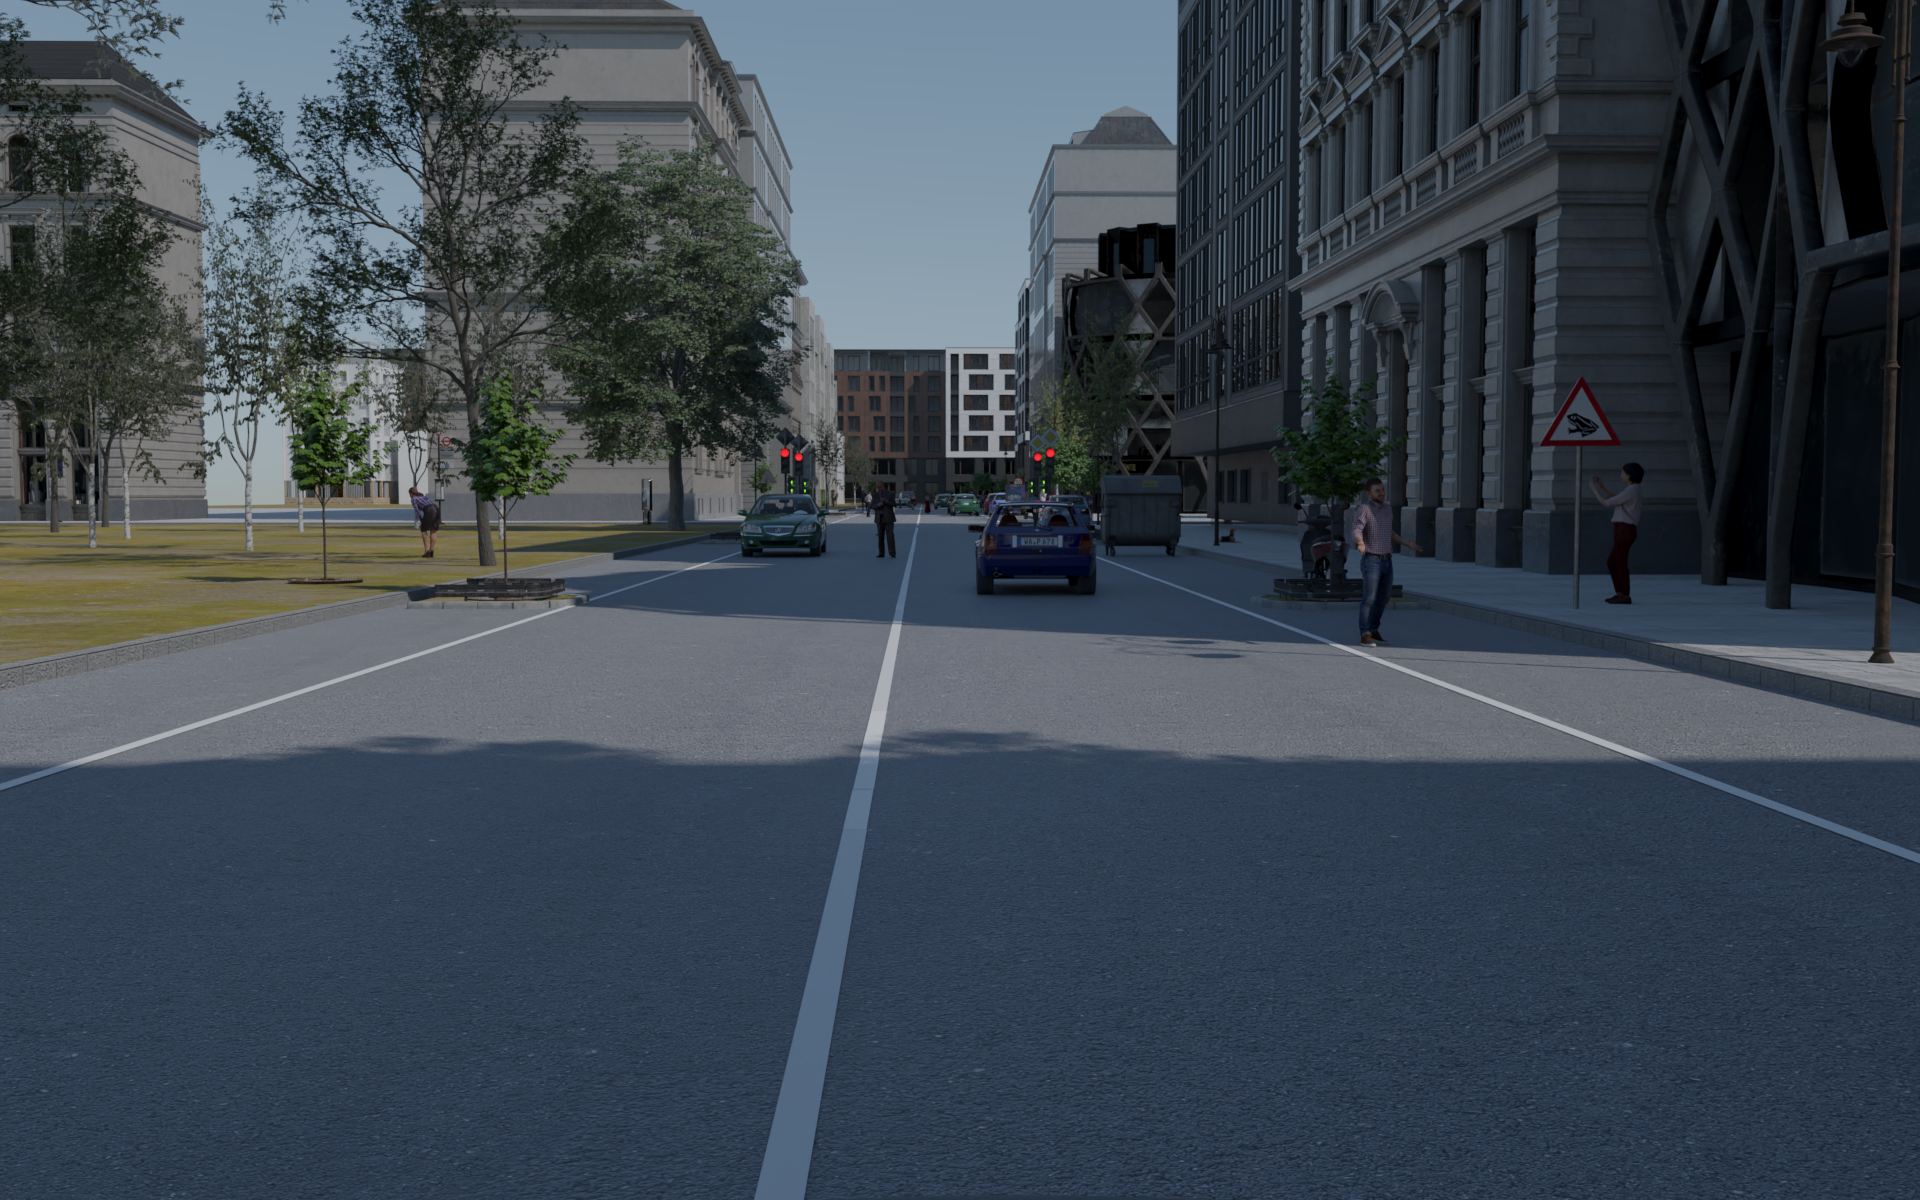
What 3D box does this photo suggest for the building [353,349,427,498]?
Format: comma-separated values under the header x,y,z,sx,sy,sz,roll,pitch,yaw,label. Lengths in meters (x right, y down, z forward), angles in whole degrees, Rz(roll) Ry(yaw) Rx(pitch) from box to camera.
x,y,z,sx,sy,sz,roll,pitch,yaw,label
-69.236,-25.077,253.975,32.646,21.610,27.936,0,4,-1,building

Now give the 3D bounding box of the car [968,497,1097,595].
x,y,z,sx,sy,sz,roll,pitch,yaw,label
1.093,-0.823,26.029,1.945,1.354,3.894,0,4,0,car

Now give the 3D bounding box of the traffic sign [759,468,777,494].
x,y,z,sx,sy,sz,roll,pitch,yaw,label
-9.447,-5.217,85.301,0.884,2.594,0.081,0,4,1,traffic sign

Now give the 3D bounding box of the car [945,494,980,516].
x,y,z,sx,sy,sz,roll,pitch,yaw,label
0.314,-6.250,113.981,2.131,1.459,4.920,0,4,-2,car

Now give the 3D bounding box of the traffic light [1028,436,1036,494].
x,y,z,sx,sy,sz,roll,pitch,yaw,label
3.565,-5.561,80.171,0.839,4.213,0.868,0,4,-1,traffic light

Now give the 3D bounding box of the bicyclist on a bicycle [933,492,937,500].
x,y,z,sx,sy,sz,roll,pitch,yaw,label
-2.355,-9.731,169.127,1.499,1.676,1.625,0,4,1,bicyclist on a bicycle

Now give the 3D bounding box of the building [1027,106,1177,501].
x,y,z,sx,sy,sz,roll,pitch,yaw,label
11.923,-22.205,140.545,11.434,29.767,29.804,0,4,-1,building

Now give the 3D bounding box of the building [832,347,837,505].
x,y,z,sx,sy,sz,roll,pitch,yaw,label
-23.543,-20.554,202.509,16.747,18.905,31.486,0,4,-1,building

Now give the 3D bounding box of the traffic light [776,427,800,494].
x,y,z,sx,sy,sz,roll,pitch,yaw,label
-7.228,-5.058,71.945,0.839,4.213,0.868,0,4,-1,traffic light

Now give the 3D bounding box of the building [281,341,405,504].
x,y,z,sx,sy,sz,roll,pitch,yaw,label
-77.930,-22.268,220.497,11.380,20.091,16.016,0,4,-1,building

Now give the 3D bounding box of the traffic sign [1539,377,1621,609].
x,y,z,sx,sy,sz,roll,pitch,yaw,label
6.884,-1.179,19.281,0.884,2.594,0.081,0,4,4,traffic sign

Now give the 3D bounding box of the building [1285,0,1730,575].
x,y,z,sx,sy,sz,roll,pitch,yaw,label
13.948,-12.676,36.135,11.050,23.489,19.941,0,4,-1,building

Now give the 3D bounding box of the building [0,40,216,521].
x,y,z,sx,sy,sz,roll,pitch,yaw,label
-48.737,-15.698,85.543,19.941,23.489,11.050,0,4,-1,building

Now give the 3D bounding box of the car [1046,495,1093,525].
x,y,z,sx,sy,sz,roll,pitch,yaw,label
3.787,-3.071,62.216,2.014,1.417,4.499,0,3,0,car

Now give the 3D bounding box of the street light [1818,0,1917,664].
x,y,z,sx,sy,sz,roll,pitch,yaw,label
7.007,-2.459,12.996,0.468,5.910,1.993,0,4,-1,street light

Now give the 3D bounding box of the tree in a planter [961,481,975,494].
x,y,z,sx,sy,sz,roll,pitch,yaw,label
0.917,-12.972,209.317,1.991,3.239,1.994,0,4,-1,tree in a planter

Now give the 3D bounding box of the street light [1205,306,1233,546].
x,y,z,sx,sy,sz,roll,pitch,yaw,label
6.367,-4.282,42.794,0.468,5.910,1.993,0,4,-1,street light

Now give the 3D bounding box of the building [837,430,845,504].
x,y,z,sx,sy,sz,roll,pitch,yaw,label
-29.170,-17.346,225.758,28.070,9.664,9.099,0,4,-1,building

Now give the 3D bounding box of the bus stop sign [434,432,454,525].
x,y,z,sx,sy,sz,roll,pitch,yaw,label
-21.523,-5.112,72.290,0.855,3.939,0.416,0,4,7,bus stop sign

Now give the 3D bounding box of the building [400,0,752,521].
x,y,z,sx,sy,sz,roll,pitch,yaw,label
-19.133,-18.684,92.873,14.401,28.519,23.554,0,4,-1,building

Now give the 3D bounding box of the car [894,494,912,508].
x,y,z,sx,sy,sz,roll,pitch,yaw,label
-6.141,-10.539,184.112,2.131,1.459,4.920,0,4,0,car

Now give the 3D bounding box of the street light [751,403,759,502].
x,y,z,sx,sy,sz,roll,pitch,yaw,label
-9.466,-6.566,80.145,0.468,5.910,1.993,0,4,-1,street light

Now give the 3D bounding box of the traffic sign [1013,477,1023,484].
x,y,z,sx,sy,sz,roll,pitch,yaw,label
4.420,-8.022,131.270,0.768,2.556,0.104,0,4,8,traffic sign

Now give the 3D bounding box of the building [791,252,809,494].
x,y,z,sx,sy,sz,roll,pitch,yaw,label
-18.754,-19.304,144.502,11.050,23.489,19.941,0,4,-1,building

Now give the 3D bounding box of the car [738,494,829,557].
x,y,z,sx,sy,sz,roll,pitch,yaw,label
-4.149,-1.796,41.163,2.131,1.459,4.920,0,4,-2,car

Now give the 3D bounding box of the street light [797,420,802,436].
x,y,z,sx,sy,sz,roll,pitch,yaw,label
-10.077,-8.324,108.887,0.468,5.910,1.993,0,4,-1,street light

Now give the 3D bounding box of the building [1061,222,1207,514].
x,y,z,sx,sy,sz,roll,pitch,yaw,label
15.236,-15.304,117.679,16.820,18.784,16.811,0,4,-1,building

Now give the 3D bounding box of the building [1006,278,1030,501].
x,y,z,sx,sy,sz,roll,pitch,yaw,label
19.807,-20.595,180.701,27.936,21.610,32.646,0,4,-1,building

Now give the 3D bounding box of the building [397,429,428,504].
x,y,z,sx,sy,sz,roll,pitch,yaw,label
-57.201,-17.215,223.612,28.070,9.664,9.099,0,4,-1,building

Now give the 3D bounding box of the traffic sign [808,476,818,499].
x,y,z,sx,sy,sz,roll,pitch,yaw,label
-10.352,-7.451,121.927,0.768,2.556,0.104,1,4,8,traffic sign

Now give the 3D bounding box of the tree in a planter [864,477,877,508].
x,y,z,sx,sy,sz,roll,pitch,yaw,label
-9.227,-11.304,182.050,1.991,3.239,1.994,0,4,-1,tree in a planter

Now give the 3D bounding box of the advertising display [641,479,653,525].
x,y,z,sx,sy,sz,roll,pitch,yaw,label
-13.109,-4.118,72.539,0.123,1.923,0.974,-2,4,-30,advertising display

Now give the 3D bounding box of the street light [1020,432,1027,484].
x,y,z,sx,sy,sz,roll,pitch,yaw,label
4.630,-9.350,125.661,0.468,5.910,1.993,0,4,-1,street light

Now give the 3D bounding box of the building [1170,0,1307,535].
x,y,z,sx,sy,sz,roll,pitch,yaw,label
15.789,-16.178,58.012,14.314,27.812,24.014,0,4,-1,building

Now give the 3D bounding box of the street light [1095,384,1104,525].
x,y,z,sx,sy,sz,roll,pitch,yaw,label
5.725,-6.041,71.560,0.468,5.910,1.993,0,4,-1,street light

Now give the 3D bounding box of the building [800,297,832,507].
x,y,z,sx,sy,sz,roll,pitch,yaw,label
-22.217,-18.633,171.103,16.747,18.905,31.486,0,4,-1,building

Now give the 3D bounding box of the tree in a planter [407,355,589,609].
x,y,z,sx,sy,sz,roll,pitch,yaw,label
-5.920,-1.544,22.465,1.991,3.239,1.994,0,4,-1,tree in a planter

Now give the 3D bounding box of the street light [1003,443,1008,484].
x,y,z,sx,sy,sz,roll,pitch,yaw,label
4.088,-11.144,154.993,0.468,5.910,1.993,0,4,-1,street light

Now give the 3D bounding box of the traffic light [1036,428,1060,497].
x,y,z,sx,sy,sz,roll,pitch,yaw,label
3.731,-5.073,72.188,0.839,4.213,0.868,0,4,-1,traffic light

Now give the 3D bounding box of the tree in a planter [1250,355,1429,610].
x,y,z,sx,sy,sz,roll,pitch,yaw,label
4.811,-1.535,22.321,1.991,3.239,1.994,0,4,-1,tree in a planter

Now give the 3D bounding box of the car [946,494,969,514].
x,y,z,sx,sy,sz,roll,pitch,yaw,label
-0.046,-7.131,126.373,2.009,1.686,4.222,0,4,1,car

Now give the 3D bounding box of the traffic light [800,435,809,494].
x,y,z,sx,sy,sz,roll,pitch,yaw,label
-7.394,-5.546,79.928,0.839,4.213,0.868,0,4,-1,traffic light

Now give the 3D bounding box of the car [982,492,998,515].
x,y,z,sx,sy,sz,roll,pitch,yaw,label
2.587,-6.877,121.474,2.155,1.783,4.494,0,4,0,car

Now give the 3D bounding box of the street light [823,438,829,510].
x,y,z,sx,sy,sz,roll,pitch,yaw,label
-10.722,-10.162,138.941,0.468,5.910,1.993,0,4,-1,street light

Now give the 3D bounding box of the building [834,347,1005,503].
x,y,z,sx,sy,sz,roll,pitch,yaw,label
-4.428,-25.130,254.843,32.646,21.610,27.936,0,4,-1,building

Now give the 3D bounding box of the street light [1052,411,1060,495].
x,y,z,sx,sy,sz,roll,pitch,yaw,label
5.287,-7.593,96.928,0.468,5.910,1.993,0,4,-1,street light

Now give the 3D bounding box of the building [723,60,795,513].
x,y,z,sx,sy,sz,roll,pitch,yaw,label
-18.127,-20.917,119.492,11.434,29.767,29.804,0,4,-1,building

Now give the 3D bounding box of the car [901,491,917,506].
x,y,z,sx,sy,sz,roll,pitch,yaw,label
-6.262,-12.143,207.205,2.281,1.827,5.304,0,4,-1,car

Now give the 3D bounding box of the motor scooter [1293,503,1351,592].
x,y,z,sx,sy,sz,roll,pitch,yaw,label
5.164,-0.722,24.579,0.815,1.314,1.986,0,4,0,motor scooter

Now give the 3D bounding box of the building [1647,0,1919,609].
x,y,z,sx,sy,sz,roll,pitch,yaw,label
17.165,-9.208,18.000,16.820,18.784,16.811,0,4,-1,building

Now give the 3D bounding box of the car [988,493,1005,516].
x,y,z,sx,sy,sz,roll,pitch,yaw,label
2.788,-6.229,111.435,1.945,1.707,3.694,0,4,-3,car
